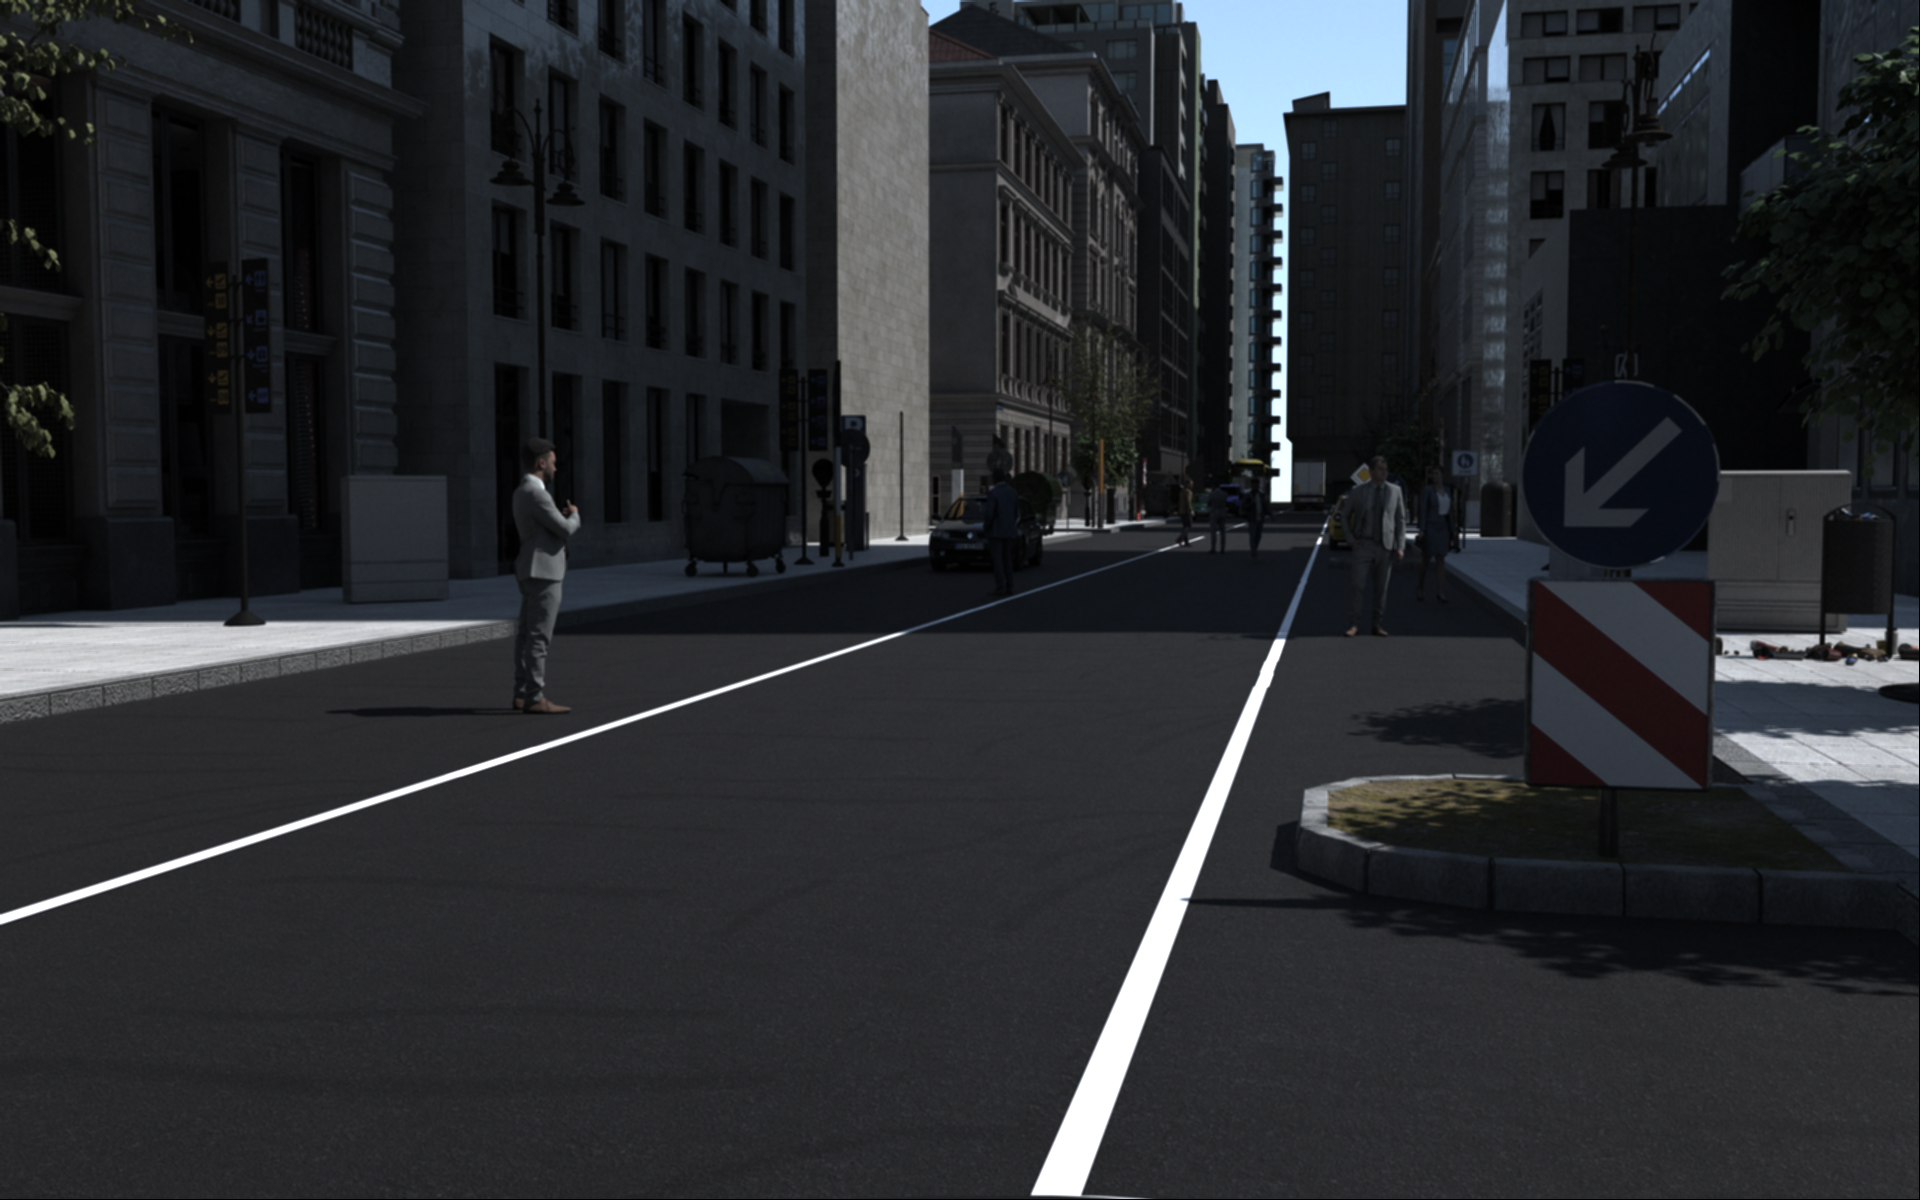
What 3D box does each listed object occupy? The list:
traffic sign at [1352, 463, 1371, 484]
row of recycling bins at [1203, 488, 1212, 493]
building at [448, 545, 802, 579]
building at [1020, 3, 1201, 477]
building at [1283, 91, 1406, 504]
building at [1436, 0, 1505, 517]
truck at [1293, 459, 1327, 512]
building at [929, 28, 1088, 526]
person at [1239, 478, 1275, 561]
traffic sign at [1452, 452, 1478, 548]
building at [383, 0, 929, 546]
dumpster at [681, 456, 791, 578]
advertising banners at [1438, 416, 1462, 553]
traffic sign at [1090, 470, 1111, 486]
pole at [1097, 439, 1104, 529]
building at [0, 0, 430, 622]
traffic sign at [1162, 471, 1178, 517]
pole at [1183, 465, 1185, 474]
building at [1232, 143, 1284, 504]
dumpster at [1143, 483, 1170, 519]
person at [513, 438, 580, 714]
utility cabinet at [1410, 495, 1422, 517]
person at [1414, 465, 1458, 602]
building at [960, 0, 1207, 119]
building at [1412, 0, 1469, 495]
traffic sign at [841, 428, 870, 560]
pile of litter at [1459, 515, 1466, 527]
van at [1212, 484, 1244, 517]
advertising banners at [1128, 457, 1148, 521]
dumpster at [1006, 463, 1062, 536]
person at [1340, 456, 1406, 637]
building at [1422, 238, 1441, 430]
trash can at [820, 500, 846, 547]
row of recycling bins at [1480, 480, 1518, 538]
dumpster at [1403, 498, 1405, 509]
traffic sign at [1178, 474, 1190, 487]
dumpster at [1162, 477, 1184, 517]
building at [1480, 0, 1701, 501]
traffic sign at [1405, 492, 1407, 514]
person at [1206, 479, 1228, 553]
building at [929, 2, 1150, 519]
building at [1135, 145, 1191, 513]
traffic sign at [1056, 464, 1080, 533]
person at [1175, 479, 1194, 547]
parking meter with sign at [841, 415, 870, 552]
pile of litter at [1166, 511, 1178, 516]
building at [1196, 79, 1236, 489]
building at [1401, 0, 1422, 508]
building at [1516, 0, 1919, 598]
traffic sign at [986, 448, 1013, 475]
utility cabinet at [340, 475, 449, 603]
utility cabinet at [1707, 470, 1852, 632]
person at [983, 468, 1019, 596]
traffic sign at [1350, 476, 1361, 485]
[{"bbox_3d":[12.895,-3.158,55.273,0.795,2.450,0.064,1,4,12],"label":"traffic sign"},{"bbox_3d":[17.653,-7.127,123.643,1.069,1.692,3.534,1,4,15],"label":"row of recycling bins"},{"bbox_3d":[-10.596,-11.005,34.680,10.420,20.320,16.860,1,4,12],"label":"building"},{"bbox_3d":[12.704,-28.351,147.138,14.154,41.232,14.086,1,4,12],"label":"building"},{"bbox_3d":[57.696,-39.402,233.460,27.495,52.752,28.713,1,4,12],"label":"building"},{"bbox_3d":[33.749,-19.635,98.528,11.434,29.767,29.804,1,4,12],"label":"building"},{"bbox_3d":[29.254,-9.540,144.889,2.839,4.237,11.283,1,4,12],"label":"truck"},{"bbox_3d":[-1.366,-14.900,79.779,11.583,22.565,21.152,1,4,12],"label":"building"},{"bbox_3d":[6.370,-1.745,37.385,0.623,1.781,0.721,-3,5,-41],"label":"person"},{"bbox_3d":[11.901,-2.368,40.844,0.606,2.300,0.079,1,4,17],"label":"traffic sign"},{"bbox_3d":[-10.315,-12.065,52.021,16.860,20.320,10.420,1,4,12],"label":"building"},{"bbox_3d":[-3.542,-1.320,27.347,1.264,1.857,1.865,1,4,12],"label":"dumpster"},{"bbox_3d":[10.831,-2.579,38.348,0.090,3.025,2.074,0,4,3],"label":"advertising banners"},{"bbox_3d":[5.277,-3.760,65.123,0.795,2.450,0.064,1,4,12],"label":"traffic sign"},{"bbox_3d":[5.221,-4.313,64.368,0.158,3.312,0.155,0,3,0],"label":"pole"},{"bbox_3d":[-14.648,-11.460,16.243,11.050,23.489,19.941,1,4,12],"label":"building"},{"bbox_3d":[11.609,-5.861,95.830,0.884,2.594,0.081,1,4,16],"label":"traffic sign"},{"bbox_3d":[15.603,-7.774,120.942,0.158,3.312,0.155,0,3,0],"label":"pole"},{"bbox_3d":[28.536,-37.734,236.559,30.456,49.044,23.786,1,4,12],"label":"building"},{"bbox_3d":[10.292,-5.200,90.785,1.264,1.857,1.865,1,4,12],"label":"dumpster"},{"bbox_3d":[-2.714,-0.168,11.422,0.466,1.800,0.511,-3,5,-39],"label":"person"},{"bbox_3d":[26.024,-5.314,98.038,1.020,1.237,0.306,0,4,-7],"label":"utility cabinet"},{"bbox_3d":[6.348,-0.894,23.148,0.581,1.822,0.654,0,4,-4],"label":"person"},{"bbox_3d":[12.380,-33.692,170.473,23.786,49.044,30.456,1,4,12],"label":"building"},{"bbox_3d":[46.419,-30.493,148.669,14.600,45.320,14.200,1,4,12],"label":"building"},{"bbox_3d":[-2.115,-2.047,33.581,0.768,2.556,0.104,1,4,18],"label":"traffic sign"},{"bbox_3d":[19.213,-3.253,67.153,1.176,0.858,1.719,-2,4,-34],"label":"pile of litter"},{"bbox_3d":[16.733,-6.365,108.448,2.240,2.365,5.245,1,4,13],"label":"van"},{"bbox_3d":[8.416,-5.238,81.823,0.090,3.025,2.074,2,4,31],"label":"advertising banners"},{"bbox_3d":[2.279,-3.130,53.668,1.502,2.255,1.985,1,4,12],"label":"dumpster"},{"bbox_3d":[4.174,-0.545,17.508,0.635,1.810,0.391,0,4,-2],"label":"person"},{"bbox_3d":[39.333,-17.578,123.559,11.583,22.565,21.152,1,4,12],"label":"building"},{"bbox_3d":[-3.038,-1.860,42.067,0.748,1.137,0.748,0,3,0],"label":"trash can"},{"bbox_3d":[17.122,-2.734,51.812,3.534,1.692,1.069,-2,4,-25],"label":"row of recycling bins"},{"bbox_3d":[23.963,-5.492,95.561,1.264,1.857,1.865,1,4,12],"label":"dumpster"},{"bbox_3d":[14.038,-6.644,108.727,0.768,2.556,0.104,1,4,21],"label":"traffic sign"},{"bbox_3d":[11.997,-5.857,98.255,1.502,2.255,1.985,1,4,12],"label":"dumpster"},{"bbox_3d":[29.732,-13.038,67.929,16.860,20.320,10.420,1,4,12],"label":"building"},{"bbox_3d":[21.417,-5.080,83.171,0.768,2.556,0.104,1,4,15],"label":"traffic sign"},{"bbox_3d":[6.213,-2.037,41.989,0.511,1.800,0.466,-2,4,-28],"label":"person"},{"bbox_3d":[2.984,-19.229,101.782,14.401,28.519,23.554,1,4,12],"label":"building"},{"bbox_3d":[8.607,-20.318,125.700,14.314,27.812,24.014,1,4,12],"label":"building"},{"bbox_3d":[3.574,-3.283,57.321,0.795,2.450,0.064,1,4,12],"label":"traffic sign"},{"bbox_3d":[6.119,-2.351,46.852,0.656,1.842,0.836,3,5,40],"label":"person"},{"bbox_3d":[-2.327,-2.628,39.232,0.543,3.016,1.738,0,4,2],"label":"parking meter with sign"},{"bbox_3d":[12.146,-5.292,100.492,1.176,0.858,1.719,2,4,24],"label":"pile of litter"},{"bbox_3d":[20.712,-35.366,201.933,21.600,48.544,21.300,1,4,12],"label":"building"},{"bbox_3d":[54.006,-38.305,168.279,21.231,58.520,28.212,1,4,12],"label":"building"},{"bbox_3d":[23.634,-43.859,29.760,22.319,86.520,31.000,1,4,12],"label":"building"},{"bbox_3d":[1.105,-2.953,48.389,0.768,2.556,0.104,1,4,13],"label":"traffic sign"},{"bbox_3d":[-6.712,-0.728,20.577,1.173,1.500,0.318,-3,4,-38],"label":"utility cabinet"},{"bbox_3d":[7.604,-0.455,16.120,1.173,1.500,0.318,1,4,20],"label":"utility cabinet"},{"bbox_3d":[0.593,-0.969,24.518,0.419,1.800,0.721,3,5,41],"label":"person"},{"bbox_3d":[14.598,-3.635,63.075,0.795,2.450,0.064,1,4,12],"label":"traffic sign"}]
